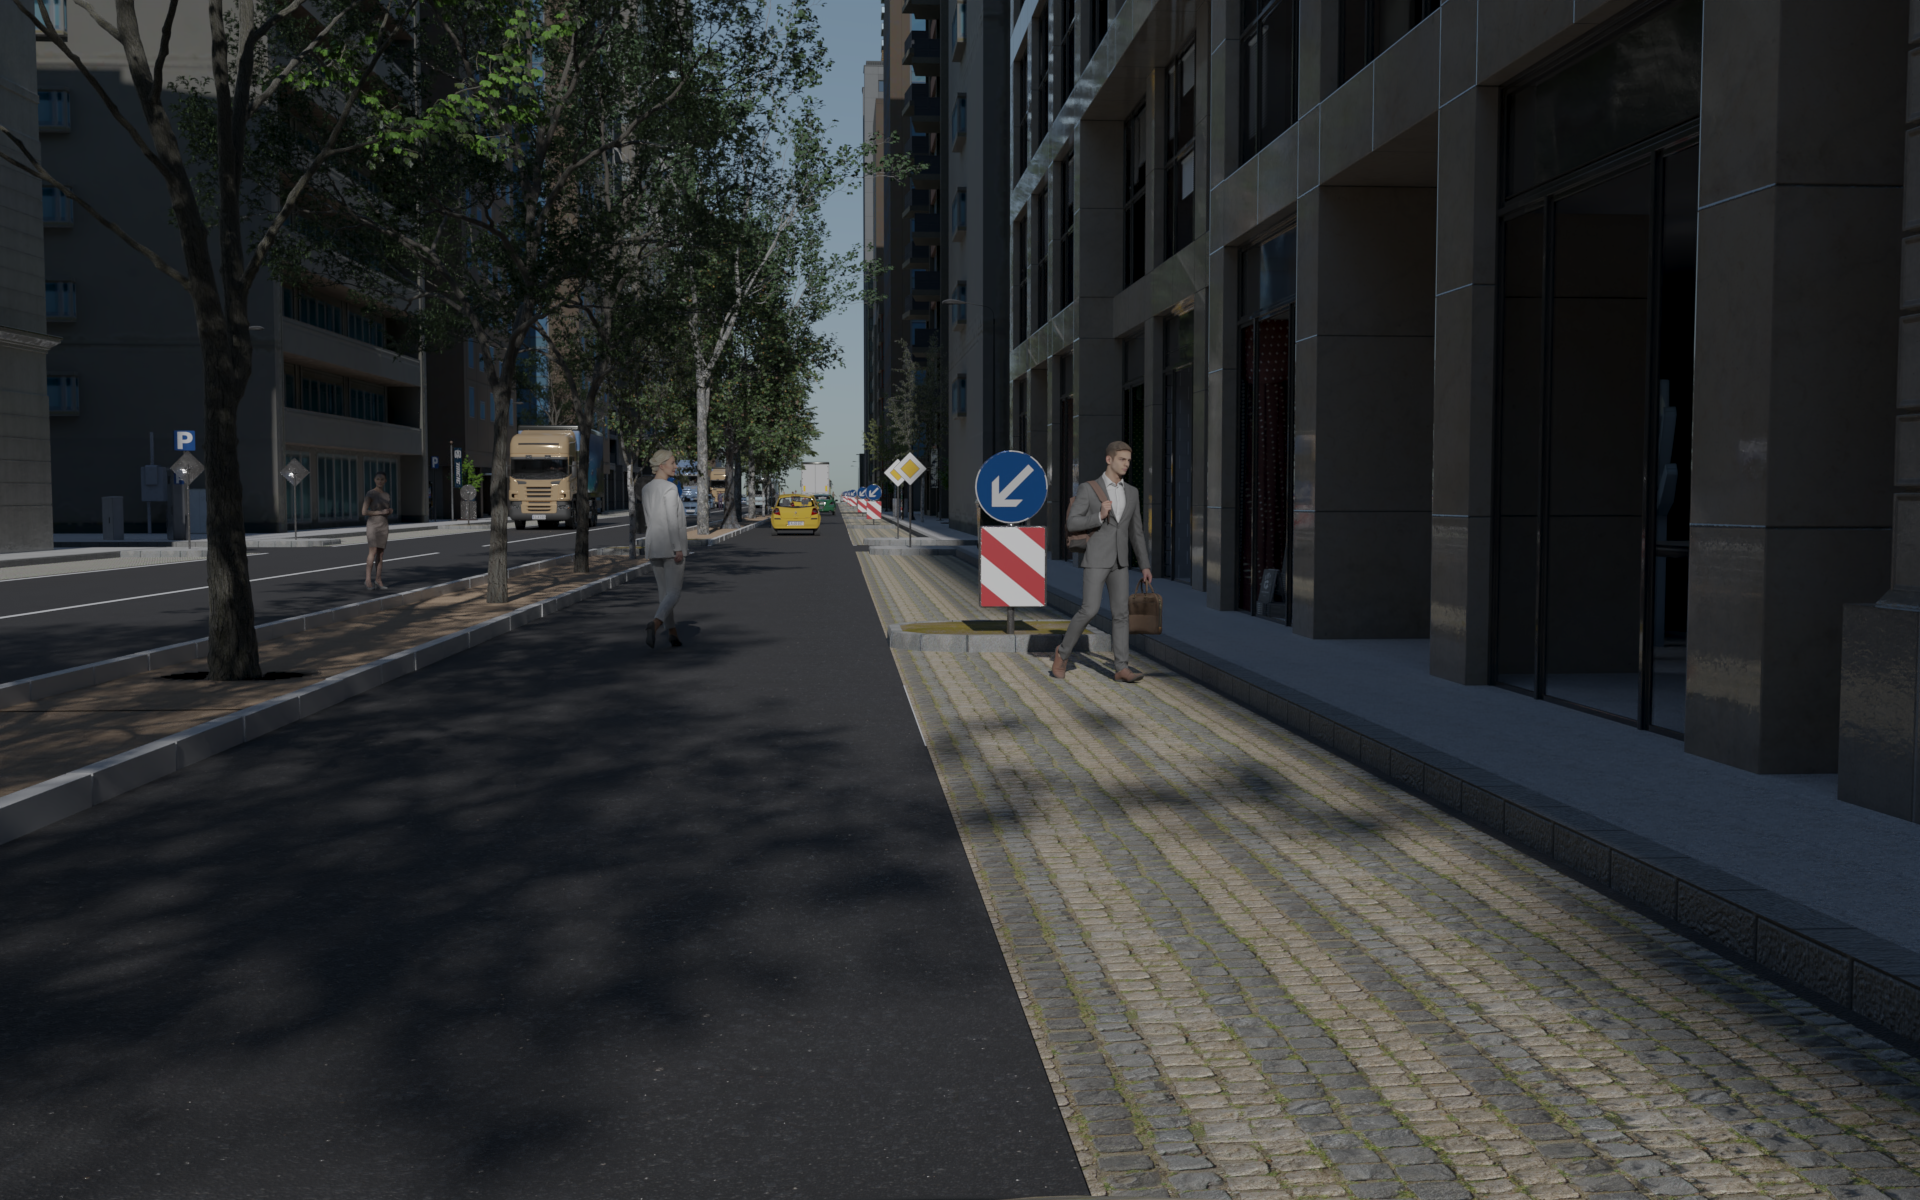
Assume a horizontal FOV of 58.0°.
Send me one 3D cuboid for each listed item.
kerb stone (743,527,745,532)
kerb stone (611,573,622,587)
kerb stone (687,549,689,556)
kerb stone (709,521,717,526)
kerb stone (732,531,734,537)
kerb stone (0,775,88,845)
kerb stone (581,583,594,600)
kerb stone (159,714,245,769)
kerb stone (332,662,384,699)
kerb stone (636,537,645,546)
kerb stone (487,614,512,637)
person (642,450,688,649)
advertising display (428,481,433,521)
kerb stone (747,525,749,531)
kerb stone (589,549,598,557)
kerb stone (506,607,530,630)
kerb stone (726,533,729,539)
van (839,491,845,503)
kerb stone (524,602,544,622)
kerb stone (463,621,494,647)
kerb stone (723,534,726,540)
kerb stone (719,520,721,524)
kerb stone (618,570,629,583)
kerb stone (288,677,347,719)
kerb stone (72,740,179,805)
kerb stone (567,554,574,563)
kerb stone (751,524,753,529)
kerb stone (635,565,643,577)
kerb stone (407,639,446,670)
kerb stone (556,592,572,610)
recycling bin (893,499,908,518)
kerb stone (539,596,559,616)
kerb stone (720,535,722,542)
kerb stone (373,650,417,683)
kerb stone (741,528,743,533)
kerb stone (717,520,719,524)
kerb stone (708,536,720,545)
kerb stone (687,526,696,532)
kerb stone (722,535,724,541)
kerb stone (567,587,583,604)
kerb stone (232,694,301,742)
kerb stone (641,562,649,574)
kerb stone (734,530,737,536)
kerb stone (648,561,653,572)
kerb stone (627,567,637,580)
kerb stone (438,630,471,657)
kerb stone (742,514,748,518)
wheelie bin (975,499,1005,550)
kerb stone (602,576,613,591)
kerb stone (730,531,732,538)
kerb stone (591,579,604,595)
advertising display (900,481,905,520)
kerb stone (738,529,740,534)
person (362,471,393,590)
[{"bbox_3d":[-8.042,-2.505,63.203,0.120,0.150,1.000,0,4,-4],"label":"kerb stone"},{"bbox_3d":[-5.407,-0.285,26.849,0.120,0.150,1.000,0,4,-4],"label":"kerb stone"},{"bbox_3d":[-6.380,-1.094,40.144,0.120,0.150,1.000,0,4,-4],"label":"kerb stone"},{"bbox_3d":[-11.331,-3.495,79.386,0.120,0.150,1.000,0,4,-4],"label":"kerb stone"},{"bbox_3d":[-7.606,-2.132,57.060,0.120,0.150,1.000,0,4,-4],"label":"kerb stone"},{"bbox_3d":[-4.003,0.903,7.434,0.120,0.150,1.000,0,4,-4],"label":"kerb stone"},{"bbox_3d":[-5.191,-0.091,23.785,0.120,0.150,1.000,0,4,-4],"label":"kerb stone"},{"bbox_3d":[-4.155,0.778,9.472,0.120,0.150,1.000,0,4,-4],"label":"kerb stone"},{"bbox_3d":[-4.380,0.591,12.531,0.120,0.150,1.000,0,4,-4],"label":"kerb stone"},{"bbox_3d":[-9.181,-1.685,49.738,0.120,0.150,1.000,0,4,-4],"label":"kerb stone"},{"bbox_3d":[-4.744,0.278,17.653,0.120,0.150,1.000,0,4,-4],"label":"kerb stone"},{"bbox_3d":[-2.759,-0.466,15.996,0.514,1.842,0.818,1,4,23],"label":"person"},{"bbox_3d":[-25.976,-4.804,83.758,0.974,1.923,0.123,1,4,12],"label":"advertising display"},{"bbox_3d":[-8.274,-2.693,66.271,0.120,0.150,1.000,0,4,-4],"label":"kerb stone"},{"bbox_3d":[-8.475,-1.088,39.992,0.120,0.150,1.000,0,4,-4],"label":"kerb stone"},{"bbox_3d":[-4.816,0.215,18.672,0.120,0.150,1.000,0,4,-4],"label":"kerb stone"},{"bbox_3d":[-7.376,-1.944,53.979,0.120,0.150,1.000,0,4,-4],"label":"kerb stone"},{"bbox_3d":[-17.558,-15.826,265.769,2.013,2.044,4.112,0,4,-5],"label":"van"},{"bbox_3d":[-4.904,0.153,19.691,0.120,0.150,1.000,0,4,-4],"label":"kerb stone"},{"bbox_3d":[-4.662,0.341,16.624,0.120,0.150,1.000,0,4,-4],"label":"kerb stone"},{"bbox_3d":[-7.313,-1.881,52.951,0.120,0.150,1.000,0,4,-4],"label":"kerb stone"},{"bbox_3d":[-11.473,-3.623,81.433,0.120,0.150,1.000,0,4,-4],"label":"kerb stone"},{"bbox_3d":[-5.491,-0.347,27.872,0.120,0.150,1.000,0,4,-4],"label":"kerb stone"},{"bbox_3d":[-4.296,0.657,11.513,0.120,0.150,1.000,0,4,-4],"label":"kerb stone"},{"bbox_3d":[-4.079,0.841,8.453,0.120,0.150,1.000,0,4,-4],"label":"kerb stone"},{"bbox_3d":[-8.188,-0.838,35.898,0.120,0.150,1.000,0,4,-4],"label":"kerb stone"},{"bbox_3d":[-8.490,-2.884,69.345,0.120,0.150,1.000,0,4,-4],"label":"kerb stone"},{"bbox_3d":[-5.635,-0.470,29.920,0.120,0.150,1.000,0,4,-4],"label":"kerb stone"},{"bbox_3d":[-4.519,0.466,14.578,0.120,0.150,1.000,0,4,-4],"label":"kerb stone"},{"bbox_3d":[-5.042,0.031,21.736,0.120,0.150,1.000,0,4,-4],"label":"kerb stone"},{"bbox_3d":[-3.273,-5.050,95.118,0.722,1.027,0.722,-1,4,-13],"label":"recycling bin"},{"bbox_3d":[-4.969,0.091,20.711,0.120,0.150,1.000,0,4,-4],"label":"kerb stone"},{"bbox_3d":[-7.165,-1.756,50.908,0.120,0.150,1.000,0,4,-4],"label":"kerb stone"},{"bbox_3d":[-4.454,0.529,13.553,0.120,0.150,1.000,0,4,-4],"label":"kerb stone"},{"bbox_3d":[-7.977,-2.440,62.183,0.120,0.150,1.000,0,4,-4],"label":"kerb stone"},{"bbox_3d":[-11.413,-3.560,80.404,0.120,0.150,1.000,0,4,-4],"label":"kerb stone"},{"bbox_3d":[-7.086,-1.693,49.889,0.120,0.150,1.000,0,4,-4],"label":"kerb stone"},{"bbox_3d":[-10.442,-2.747,67.118,0.120,0.150,1.000,0,4,-4],"label":"kerb stone"},{"bbox_3d":[-7.233,-1.815,51.930,0.120,0.150,1.000,0,4,-4],"label":"kerb stone"},{"bbox_3d":[-5.119,-0.031,22.765,0.120,0.150,1.000,0,4,-4],"label":"kerb stone"},{"bbox_3d":[-4.223,0.716,10.493,0.120,0.150,1.000,0,4,-4],"label":"kerb stone"},{"bbox_3d":[-5.709,-0.535,30.940,0.120,0.150,1.000,0,4,-4],"label":"kerb stone"},{"bbox_3d":[-7.669,-2.195,58.084,0.120,0.150,1.000,0,4,-4],"label":"kerb stone"},{"bbox_3d":[-5.783,-0.595,31.961,0.120,0.150,1.000,0,4,-4],"label":"kerb stone"},{"bbox_3d":[-5.556,-0.408,28.901,0.120,0.150,1.000,0,4,-4],"label":"kerb stone"},{"bbox_3d":[-4.594,0.405,15.597,0.120,0.150,1.000,0,4,-4],"label":"kerb stone"},{"bbox_3d":[-13.482,-5.311,109.038,0.120,0.150,1.000,0,4,-4],"label":"kerb stone"},{"bbox_3d":[0.709,-1.886,38.750,0.693,1.594,0.980,0,4,-7],"label":"wheelie bin"},{"bbox_3d":[-5.341,-0.221,25.829,0.120,0.150,1.000,0,4,-4],"label":"kerb stone"},{"bbox_3d":[-7.533,-2.069,56.030,0.120,0.150,1.000,0,4,-4],"label":"kerb stone"},{"bbox_3d":[-5.266,-0.160,24.810,0.120,0.150,1.000,0,4,-4],"label":"kerb stone"},{"bbox_3d":[-2.866,-4.958,86.283,0.123,1.923,0.974,0,4,-7],"label":"advertising display"},{"bbox_3d":[-7.823,-2.316,60.135,0.120,0.150,1.000,0,4,-4],"label":"kerb stone"},{"bbox_3d":[-8.749,-1.054,26.074,0.374,1.781,0.599,2,4,28],"label":"person"}]
